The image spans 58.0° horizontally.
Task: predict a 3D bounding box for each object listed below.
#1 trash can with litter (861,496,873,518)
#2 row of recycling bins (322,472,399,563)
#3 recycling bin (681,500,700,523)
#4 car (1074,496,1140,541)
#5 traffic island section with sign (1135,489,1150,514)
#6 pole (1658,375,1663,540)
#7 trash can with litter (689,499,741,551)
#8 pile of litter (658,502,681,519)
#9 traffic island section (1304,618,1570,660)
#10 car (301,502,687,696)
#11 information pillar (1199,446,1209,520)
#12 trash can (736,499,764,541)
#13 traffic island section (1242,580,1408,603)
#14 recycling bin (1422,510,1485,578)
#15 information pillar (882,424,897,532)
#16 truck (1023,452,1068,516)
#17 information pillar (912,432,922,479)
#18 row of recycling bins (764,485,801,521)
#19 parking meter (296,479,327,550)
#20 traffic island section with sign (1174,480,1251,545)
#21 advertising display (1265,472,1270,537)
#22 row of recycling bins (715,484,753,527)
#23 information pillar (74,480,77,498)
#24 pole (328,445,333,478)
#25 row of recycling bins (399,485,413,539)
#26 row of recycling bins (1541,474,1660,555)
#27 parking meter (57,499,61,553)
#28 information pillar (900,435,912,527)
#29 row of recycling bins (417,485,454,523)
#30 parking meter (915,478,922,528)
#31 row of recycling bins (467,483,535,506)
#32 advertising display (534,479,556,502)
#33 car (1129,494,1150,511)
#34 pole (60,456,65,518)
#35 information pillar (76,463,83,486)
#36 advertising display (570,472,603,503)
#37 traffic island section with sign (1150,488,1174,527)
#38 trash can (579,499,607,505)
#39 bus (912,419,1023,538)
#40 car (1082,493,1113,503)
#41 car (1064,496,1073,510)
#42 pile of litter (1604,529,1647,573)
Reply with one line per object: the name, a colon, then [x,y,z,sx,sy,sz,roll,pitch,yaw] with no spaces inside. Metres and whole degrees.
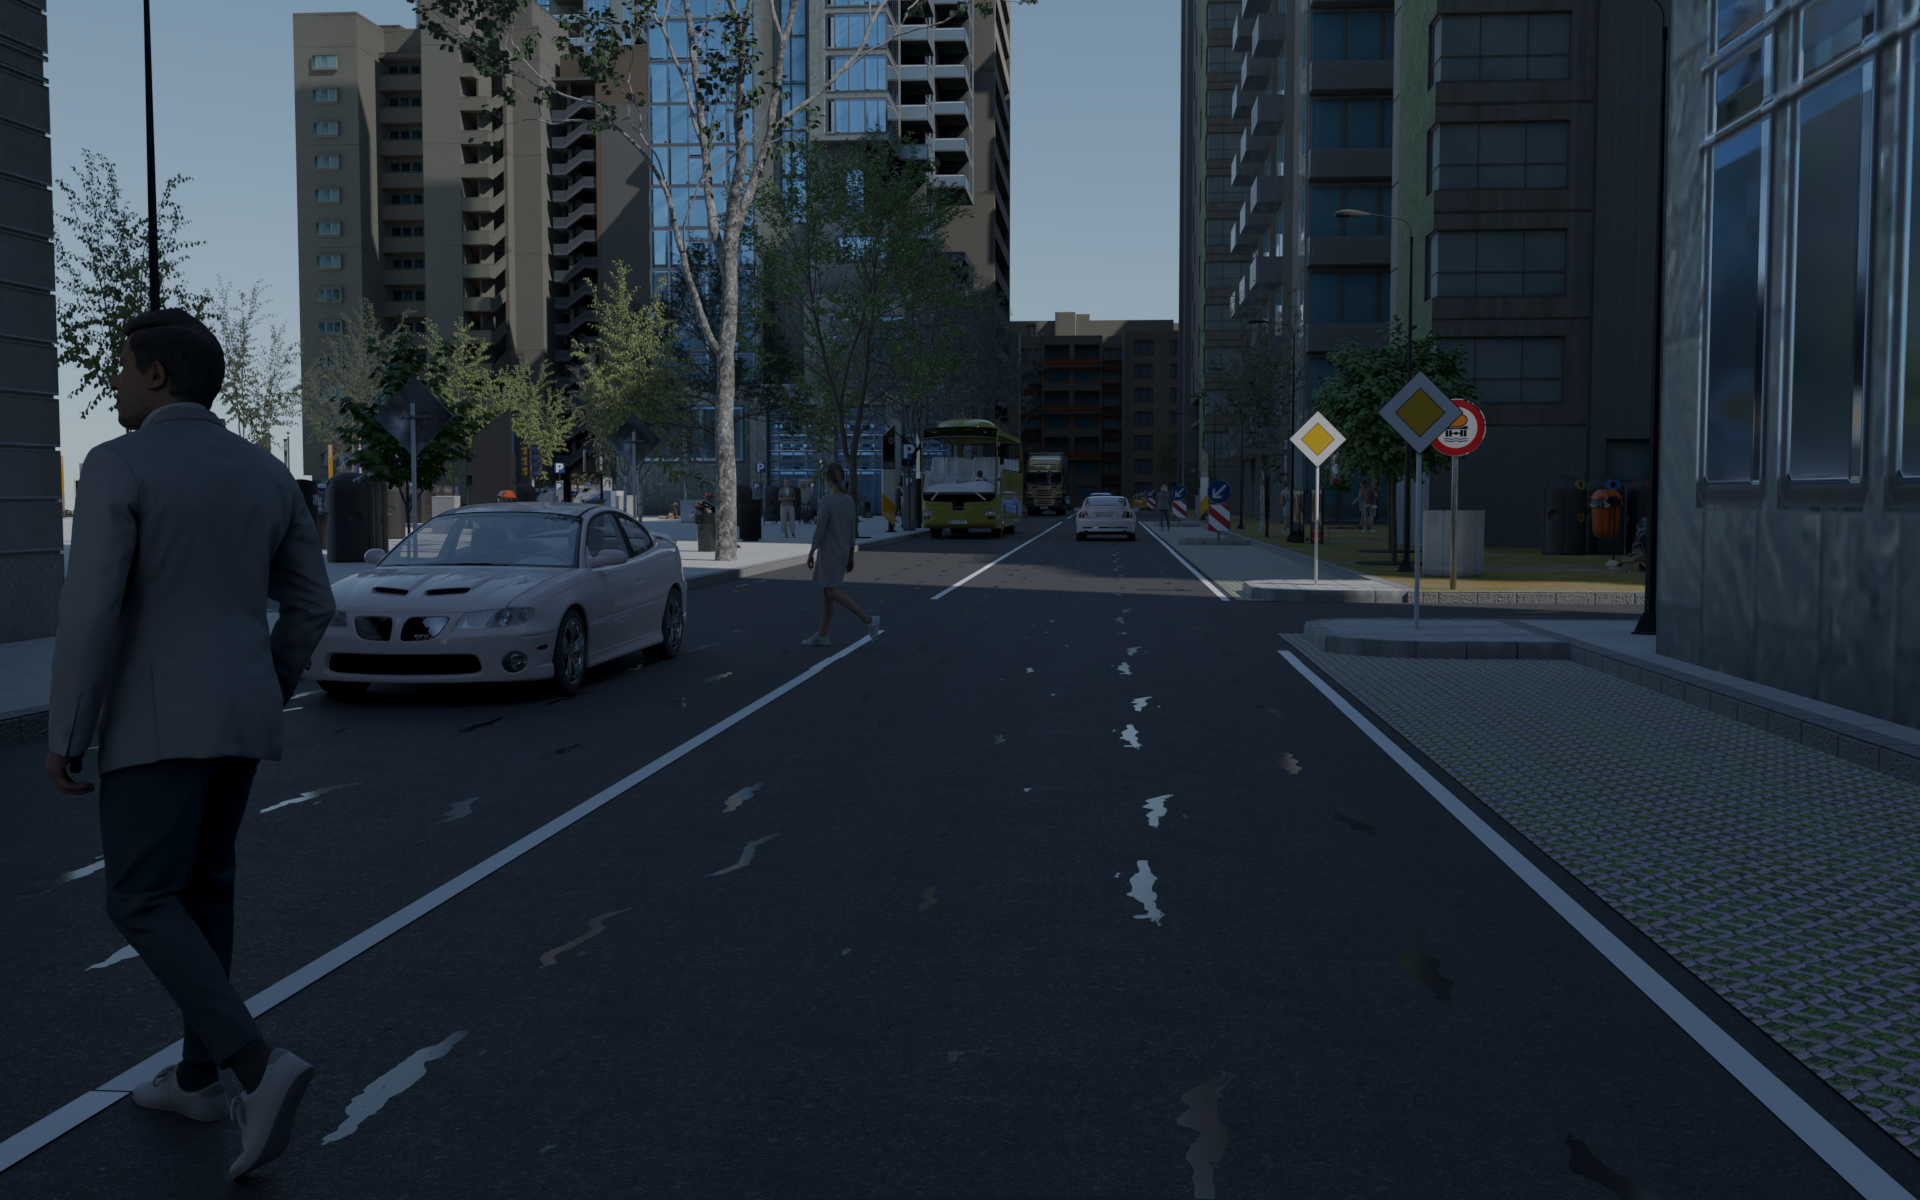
trash can with litter: [-4.891,-4.966,92.578,0.624,1.170,1.055,-1,4,-23]
row of recycling bins: [-11.776,-1.644,33.988,1.069,1.692,3.534,-1,4,-13]
recycling bin: [-11.951,-3.949,77.115,0.722,1.027,0.722,2,4,28]
car: [4.622,-2.586,54.642,2.083,1.381,4.827,0,4,6]
traffic island section with sign: [13.786,-7.187,126.131,1.989,1.847,2.006,0,4,5]
pole: [11.277,-2.066,27.618,0.158,3.312,0.155,0,3,0]
trash can with litter: [-5.468,-1.672,38.725,1.055,1.170,0.624,-3,5,-42]
pile of litter: [-14.935,-4.602,89.208,1.176,0.858,1.719,-1,4,-19]
traffic island section: [4.366,0.360,16.401,2.009,0.180,2.903,0,4,5]
car: [-3.528,-0.094,13.892,2.083,1.381,4.827,0,4,5]
information pillar: [11.991,-5.720,84.883,0.183,3.616,0.504,-3,5,-44]
trash can: [-5.698,-2.165,47.059,0.748,1.137,0.748,0,3,0]
traffic island section: [5.048,-0.127,24.357,2.009,0.180,2.903,0,4,5]
recycling bin: [7.691,-0.883,26.987,0.722,1.027,0.722,3,5,40]
information pillar: [-2.385,-4.080,58.055,0.504,3.616,0.183,-2,4,-30]
truck: [6.008,-7.950,118.889,2.839,4.237,11.283,0,4,5]
information pillar: [-1.547,-4.528,65.380,0.183,3.616,0.504,-1,4,-17]
row of recycling bins: [-8.476,-4.655,83.230,1.069,1.692,3.534,1,4,15]
parking meter: [-11.022,-1.274,29.236,0.372,1.533,0.369,0,3,0]
traffic island section with sign: [7.171,-2.469,49.002,1.989,1.847,2.006,0,4,5]
advertising display: [9.232,-2.864,52.032,0.123,1.923,0.974,1,4,12]
row of recycling bins: [-9.203,-3.850,70.058,1.069,1.692,3.534,-1,4,-21]
information pillar: [-45.328,-5.171,89.033,0.304,2.012,0.304,-2,4,-31]
pole: [-25.935,-4.745,71.418,0.158,3.312,0.155,0,3,0]
row of recycling bins: [-17.594,-2.595,49.533,3.534,1.692,1.069,0,4,4]
row of recycling bins: [14.087,-1.810,36.712,3.534,1.692,1.069,0,4,-4]
parking meter: [-16.943,-1.454,32.188,0.372,1.533,0.369,0,3,0]
information pillar: [-2.101,-4.717,68.472,0.504,3.616,0.183,-1,4,-8]
row of recycling bins: [-23.592,-4.252,76.627,1.069,1.692,3.534,1,4,19]
parking meter: [-1.634,-3.611,64.746,0.255,1.863,0.399,-3,5,-41]
row of recycling bins: [-17.320,-3.581,65.661,1.069,1.692,3.534,1,4,23]
advertising display: [-18.166,-4.318,75.807,0.974,1.923,0.123,-3,4,-37]
car: [15.398,-8.384,147.306,2.015,1.641,3.980,0,4,5]
pole: [-47.859,-6.022,92.307,0.158,3.312,0.155,0,3,0]
information pillar: [-20.687,-2.242,41.147,0.304,2.012,0.304,3,5,44]
advertising display: [-10.749,-2.734,49.908,0.974,1.923,0.123,1,4,14]
traffic island section with sign: [9.488,-4.121,76.000,1.989,1.847,2.006,0,4,5]
trash can: [-10.186,-2.231,48.127,0.748,1.137,0.748,0,3,0]
bus: [0.539,-4.197,60.172,2.896,3.916,12.252,0,4,6]
car: [7.292,-4.891,89.563,1.945,1.707,3.694,0,4,5]
car: [9.071,-8.799,155.661,2.131,1.459,4.920,0,4,3]
pile of litter: [11.393,-0.918,28.978,1.176,0.858,1.719,3,4,38]
